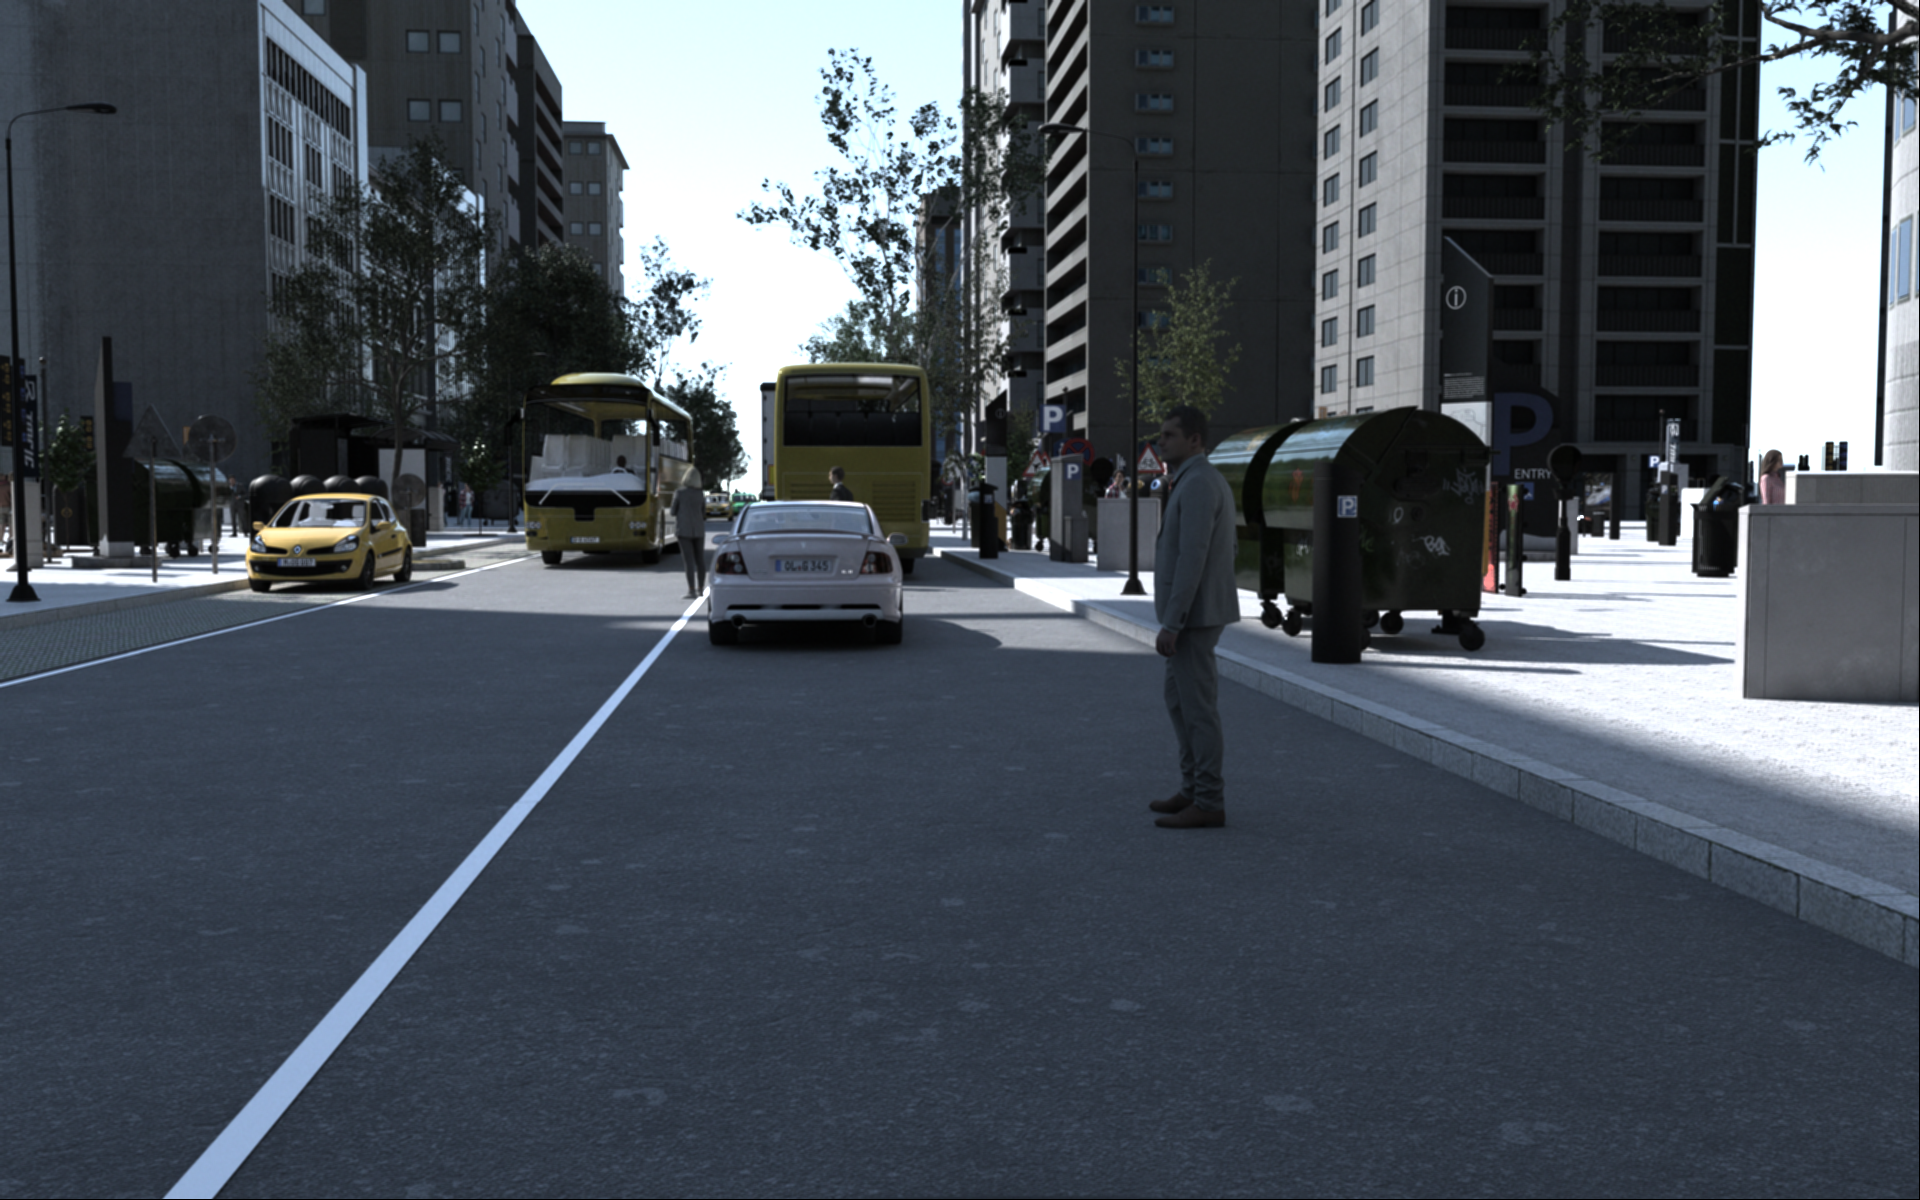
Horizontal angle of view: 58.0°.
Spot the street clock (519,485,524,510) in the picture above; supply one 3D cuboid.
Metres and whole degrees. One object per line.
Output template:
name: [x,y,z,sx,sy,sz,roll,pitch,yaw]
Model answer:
street clock: [-34.875,-8.158,137.956,0.471,2.002,0.358,-1,4,-18]

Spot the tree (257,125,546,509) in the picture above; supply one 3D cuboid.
tree: [-13.938,-6.662,43.343,7.601,10.594,8.767,-1,4,-9]

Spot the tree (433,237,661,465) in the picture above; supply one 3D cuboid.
tree: [-18.129,-9.811,77.413,9.611,12.733,9.660,0,3,0]

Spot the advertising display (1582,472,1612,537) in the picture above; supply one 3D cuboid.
advertising display: [19.060,-2.845,51.728,0.974,1.923,0.123,-1,4,-9]

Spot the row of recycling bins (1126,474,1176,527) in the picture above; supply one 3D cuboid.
row of recycling bins: [4.436,-1.724,35.297,1.069,1.692,3.534,-1,4,-21]

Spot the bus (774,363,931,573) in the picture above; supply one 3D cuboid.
bus: [-2.271,-2.598,34.020,2.896,3.916,12.252,0,4,-5]

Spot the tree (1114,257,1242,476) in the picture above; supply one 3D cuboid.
tree: [6.976,-6.371,54.523,4.737,8.622,4.395,0,3,0]

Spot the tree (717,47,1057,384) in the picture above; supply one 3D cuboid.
tree: [-3.078,-13.417,75.258,12.611,20.169,13.585,0,3,0]

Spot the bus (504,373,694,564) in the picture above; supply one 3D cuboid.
bus: [-7.651,-2.889,38.785,2.896,3.916,12.252,0,4,-5]

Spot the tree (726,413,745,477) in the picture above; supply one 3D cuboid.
tree: [-24.067,-13.797,151.338,9.928,11.665,9.643,0,3,0]

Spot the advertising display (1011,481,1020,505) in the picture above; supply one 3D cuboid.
advertising display: [2.149,-3.774,66.918,0.123,1.923,0.974,-1,4,-12]

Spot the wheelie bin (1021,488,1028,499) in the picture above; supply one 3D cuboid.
wheelie bin: [3.534,-4.824,86.772,0.693,1.594,0.980,3,4,36]

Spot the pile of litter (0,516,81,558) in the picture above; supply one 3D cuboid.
pile of litter: [-18.650,-1.282,34.930,1.719,0.858,1.176,0,4,-2]

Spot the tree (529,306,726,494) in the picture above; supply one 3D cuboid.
tree: [-19.700,-10.307,94.275,9.928,11.665,9.643,0,3,0]

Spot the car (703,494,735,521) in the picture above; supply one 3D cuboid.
car: [-12.935,-5.006,92.079,2.015,1.641,3.980,0,4,-6]

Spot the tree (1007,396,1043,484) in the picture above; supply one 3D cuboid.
tree: [4.394,-11.002,130.250,4.737,8.622,4.395,0,3,0]

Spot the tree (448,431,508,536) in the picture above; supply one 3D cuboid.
tree: [-14.588,-3.574,53.040,1.663,3.219,1.824,0,3,0]

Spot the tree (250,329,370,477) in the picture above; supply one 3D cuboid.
tree: [-28.507,-7.582,74.327,4.737,8.622,4.395,0,3,0]

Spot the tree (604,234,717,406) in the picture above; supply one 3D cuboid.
tree: [-23.322,-16.705,129.019,12.611,20.169,13.585,0,3,0]

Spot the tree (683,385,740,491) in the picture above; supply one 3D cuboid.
tree: [-30.197,-17.990,200.794,9.857,13.997,8.962,0,3,0]

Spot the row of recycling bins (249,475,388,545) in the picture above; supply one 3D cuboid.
row of recycling bins: [-14.073,-1.907,38.294,1.069,1.692,3.534,2,4,28]

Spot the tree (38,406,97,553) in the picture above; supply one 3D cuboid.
tree: [-19.568,-2.666,38.184,1.663,3.219,1.824,0,3,0]

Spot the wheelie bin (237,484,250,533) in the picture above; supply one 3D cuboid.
wheelie bin: [-23.366,-2.992,56.826,0.693,1.594,0.980,3,5,41]

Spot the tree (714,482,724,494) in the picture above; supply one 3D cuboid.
tree: [-33.300,-14.943,238.926,1.663,3.219,1.824,0,3,0]

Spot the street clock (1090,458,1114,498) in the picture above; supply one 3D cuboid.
street clock: [2.832,-1.835,34.579,0.471,2.002,0.358,0,4,4]

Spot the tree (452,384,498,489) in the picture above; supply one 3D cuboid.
tree: [-31.682,-9.901,112.235,4.737,8.622,4.395,0,3,0]

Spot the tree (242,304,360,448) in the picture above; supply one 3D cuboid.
tree: [-25.955,-7.216,68.338,4.360,8.622,3.978,0,3,0]

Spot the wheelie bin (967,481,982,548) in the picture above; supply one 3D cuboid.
wheelie bin: [0.519,-2.049,41.404,0.693,1.594,0.980,0,4,1]

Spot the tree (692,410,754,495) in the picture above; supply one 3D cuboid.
tree: [-27.692,-15.317,184.837,8.767,10.594,7.601,1,4,12]

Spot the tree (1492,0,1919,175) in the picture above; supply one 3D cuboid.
tree: [5.140,-4.480,7.662,8.767,10.594,7.601,2,4,28]

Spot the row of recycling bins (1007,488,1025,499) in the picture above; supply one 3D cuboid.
row of recycling bins: [3.267,-6.999,121.543,3.534,1.692,1.069,3,5,42]

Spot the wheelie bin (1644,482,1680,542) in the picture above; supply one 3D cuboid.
wheelie bin: [18.908,-2.371,46.667,0.693,1.594,0.980,-3,5,-39]

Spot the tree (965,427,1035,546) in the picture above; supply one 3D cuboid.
tree: [0.907,-2.991,43.506,1.663,3.219,1.824,0,3,0]

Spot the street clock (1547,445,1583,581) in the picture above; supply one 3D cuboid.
street clock: [8.958,-1.292,25.691,0.471,2.002,0.358,0,4,6]

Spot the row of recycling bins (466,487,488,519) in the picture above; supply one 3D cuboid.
row of recycling bins: [-24.984,-5.147,91.258,1.069,1.692,3.534,-3,5,-41]

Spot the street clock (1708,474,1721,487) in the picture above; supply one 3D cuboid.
street clock: [27.023,-3.513,62.002,0.471,2.002,0.358,2,4,25]

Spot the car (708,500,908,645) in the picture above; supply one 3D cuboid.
car: [-1.560,-0.339,17.910,2.083,1.381,4.827,0,4,-4]

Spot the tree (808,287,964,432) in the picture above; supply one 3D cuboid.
tree: [-3.717,-9.942,88.309,9.928,11.665,9.643,0,3,0]

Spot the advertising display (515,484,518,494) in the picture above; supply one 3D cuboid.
advertising display: [-30.008,-6.739,115.402,0.974,1.923,0.123,-1,4,-15]

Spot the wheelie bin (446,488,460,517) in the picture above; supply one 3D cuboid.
wheelie bin: [-28.635,-5.516,98.092,0.693,1.594,0.980,0,4,4]

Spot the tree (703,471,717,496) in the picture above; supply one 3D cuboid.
tree: [-31.159,-14.001,212.622,4.285,4.588,4.351,0,3,0]

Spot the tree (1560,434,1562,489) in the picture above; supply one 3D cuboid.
tree: [13.496,-2.770,39.890,1.663,3.219,1.824,0,3,0]

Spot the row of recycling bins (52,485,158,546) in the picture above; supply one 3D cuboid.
row of recycling bins: [-21.015,-2.204,43.141,3.534,1.692,1.069,1,4,15]

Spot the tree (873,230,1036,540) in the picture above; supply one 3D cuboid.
tree: [-0.098,-5.955,47.733,4.360,8.622,3.978,0,3,0]

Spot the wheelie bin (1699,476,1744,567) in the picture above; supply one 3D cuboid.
wheelie bin: [13.519,-1.396,30.727,0.693,1.594,0.980,1,4,12]

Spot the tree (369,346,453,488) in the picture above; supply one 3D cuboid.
tree: [-28.023,-8.207,84.544,4.737,8.622,4.395,0,3,0]
